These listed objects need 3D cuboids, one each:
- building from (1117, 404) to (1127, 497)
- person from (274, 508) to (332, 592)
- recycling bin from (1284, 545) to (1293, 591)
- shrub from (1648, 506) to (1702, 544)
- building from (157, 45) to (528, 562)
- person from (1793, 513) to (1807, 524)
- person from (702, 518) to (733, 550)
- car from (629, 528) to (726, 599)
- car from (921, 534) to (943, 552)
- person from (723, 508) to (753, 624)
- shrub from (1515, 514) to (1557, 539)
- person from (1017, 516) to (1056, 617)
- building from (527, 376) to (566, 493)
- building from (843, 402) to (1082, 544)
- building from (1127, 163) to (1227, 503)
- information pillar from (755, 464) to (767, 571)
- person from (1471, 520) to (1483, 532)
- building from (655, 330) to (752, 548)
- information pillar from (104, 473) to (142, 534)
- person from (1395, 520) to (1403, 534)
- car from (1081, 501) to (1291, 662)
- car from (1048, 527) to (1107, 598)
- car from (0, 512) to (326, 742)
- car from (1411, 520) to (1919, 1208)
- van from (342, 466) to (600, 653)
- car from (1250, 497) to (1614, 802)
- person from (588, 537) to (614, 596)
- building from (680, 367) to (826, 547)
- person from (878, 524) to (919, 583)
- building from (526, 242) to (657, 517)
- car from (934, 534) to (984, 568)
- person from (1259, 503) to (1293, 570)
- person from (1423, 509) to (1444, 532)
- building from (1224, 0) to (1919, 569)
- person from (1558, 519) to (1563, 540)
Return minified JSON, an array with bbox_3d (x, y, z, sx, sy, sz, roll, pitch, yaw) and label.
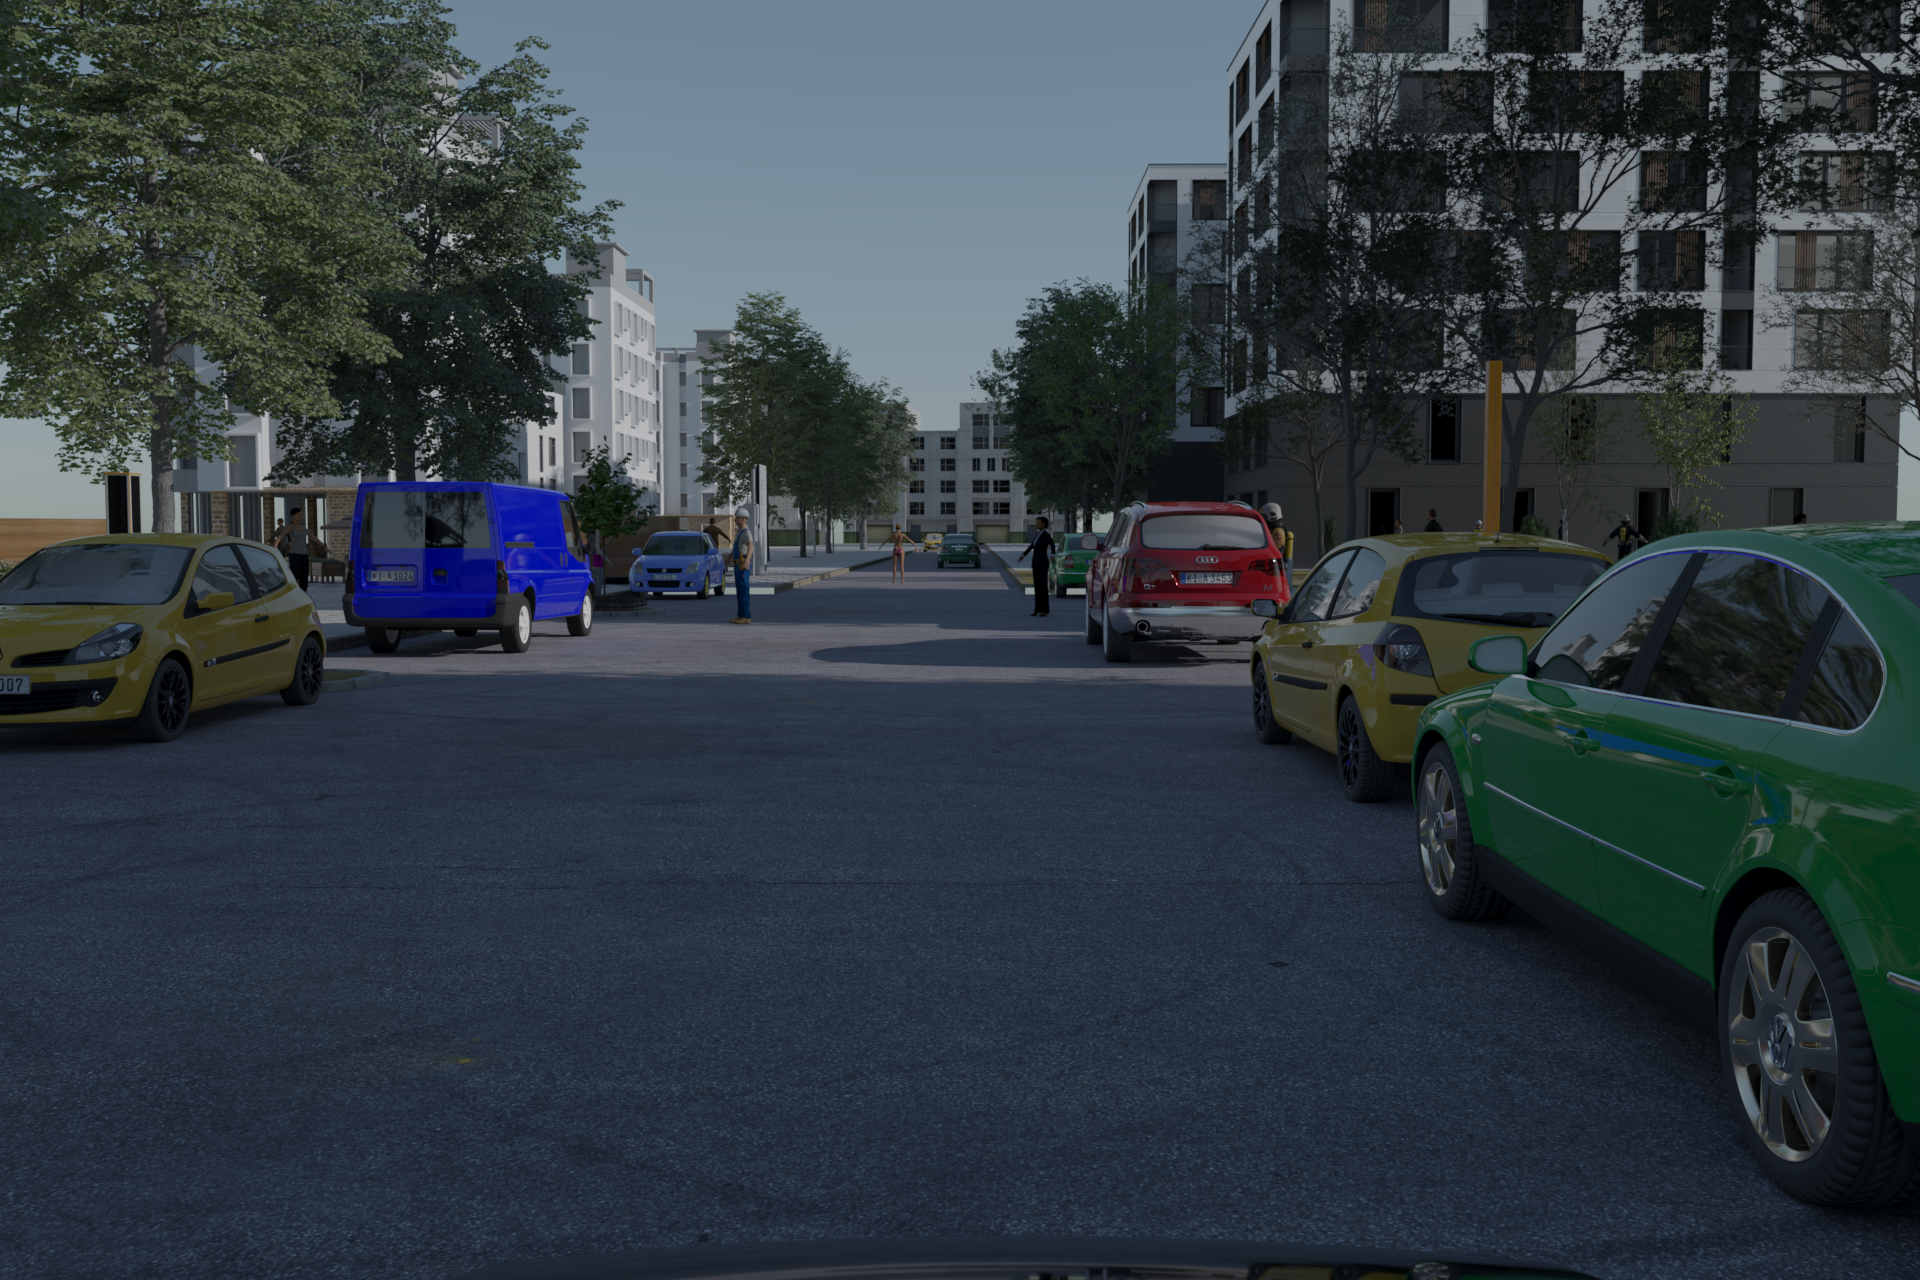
[{"bbox_3d":[25.874,-19.151,179.577,16.747,18.905,31.486,0,4,0],"label":"building"},{"bbox_3d":[-11.249,-1.393,29.579,0.721,1.737,1.217,2,4,29],"label":"person"},{"bbox_3d":[7.176,-1.649,39.520,0.722,1.027,0.722,0,4,1],"label":"recycling bin"},{"bbox_3d":[18.233,-2.423,44.043,1.690,2.028,1.600,0,3,0],"label":"shrub"},{"bbox_3d":[-25.468,-12.975,68.566,16.016,20.090,11.380,0,4,1],"label":"building"},{"bbox_3d":[18.352,-1.883,37.626,0.721,1.735,1.217,0,4,-3],"label":"person"},{"bbox_3d":[-8.108,-3.098,56.792,1.346,1.812,0.704,0,4,-8],"label":"person"},{"bbox_3d":[-6.358,-1.807,39.128,1.945,1.707,3.694,0,4,1],"label":"car"},{"bbox_3d":[-2.049,-7.824,138.142,2.015,1.641,3.980,0,4,1],"label":"car"},{"bbox_3d":[-3.516,-1.188,27.742,0.705,1.847,1.347,-1,4,-22],"label":"person"},{"bbox_3d":[19.490,-3.337,58.984,1.690,2.028,1.600,0,3,0],"label":"shrub"},{"bbox_3d":[1.343,-1.280,30.112,0.721,1.740,1.216,-2,4,-27],"label":"person"},{"bbox_3d":[-26.550,-9.459,96.803,9.099,9.664,28.070,0,4,1],"label":"building"},{"bbox_3d":[0.789,-22.654,239.310,31.486,18.905,16.747,0,4,6],"label":"building"},{"bbox_3d":[24.551,-16.392,111.980,27.936,21.610,32.646,0,4,1],"label":"building"},{"bbox_3d":[-6.801,-4.149,59.145,0.184,3.620,1.656,0,4,1],"label":"information pillar"},{"bbox_3d":[18.583,-3.397,62.001,1.216,1.772,0.721,2,4,29],"label":"person"},{"bbox_3d":[-25.980,-18.657,161.459,16.016,20.090,11.380,0,3,0],"label":"building"},{"bbox_3d":[-10.042,-0.999,20.833,0.304,2.012,0.304,0,3,0],"label":"information pillar"},{"bbox_3d":[15.742,-3.427,62.298,0.705,1.796,1.348,1,4,11],"label":"person"},{"bbox_3d":[2.636,-0.748,20.903,2.281,1.827,5.304,0,4,0],"label":"car"},{"bbox_3d":[3.007,-1.917,40.144,1.959,1.807,4.718,0,4,-1],"label":"car"},{"bbox_3d":[-6.274,-0.178,13.133,2.015,1.641,3.980,0,3,0],"label":"car"},{"bbox_3d":[2.649,0.228,5.064,1.959,1.807,4.718,0,3,0],"label":"car"},{"bbox_3d":[-6.151,-1.109,22.511,2.240,2.365,5.245,0,4,1],"label":"van"},{"bbox_3d":[2.900,-0.028,10.680,2.015,1.641,3.980,0,4,-1],"label":"car"},{"bbox_3d":[-7.166,-1.394,34.512,0.599,1.433,0.991,-3,4,-38],"label":"person"},{"bbox_3d":[-24.805,-20.007,193.576,16.747,18.905,31.486,0,4,1],"label":"building"},{"bbox_3d":[-1.803,-2.535,50.705,1.217,1.733,0.721,0,4,1],"label":"person"},{"bbox_3d":[-27.275,-15.735,113.686,16.016,20.090,11.380,0,4,1],"label":"building"},{"bbox_3d":[-0.037,-3.778,73.569,2.131,1.459,4.920,0,3,0],"label":"car"},{"bbox_3d":[4.242,-0.951,23.775,0.705,1.858,1.354,0,4,1],"label":"person"},{"bbox_3d":[9.735,-1.813,35.863,1.348,1.803,0.705,-3,5,-42],"label":"person"},{"bbox_3d":[25.678,-14.370,78.925,27.936,21.610,32.646,0,3,0],"label":"building"},{"bbox_3d":[21.552,-3.420,61.858,0.705,1.837,1.347,1,4,22],"label":"person"}]
